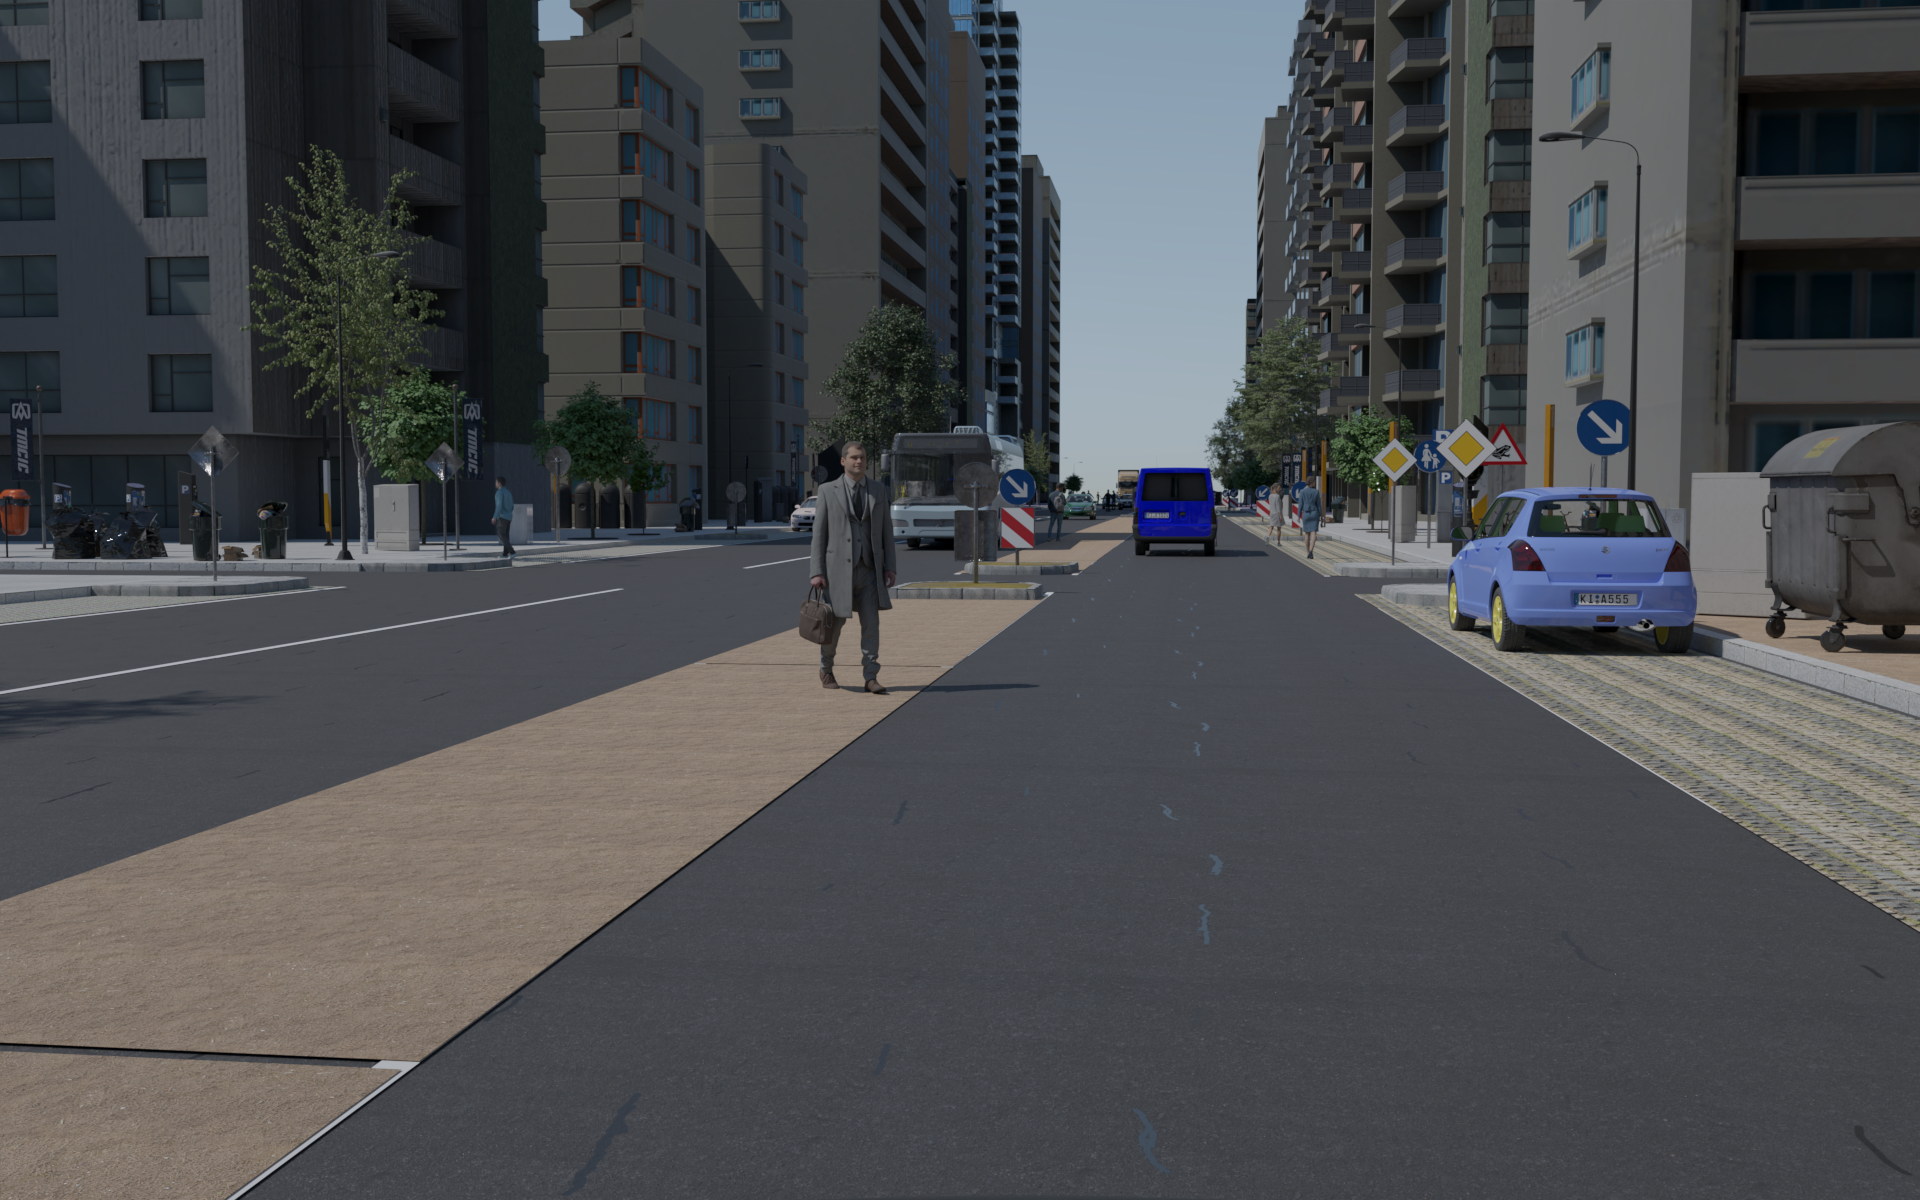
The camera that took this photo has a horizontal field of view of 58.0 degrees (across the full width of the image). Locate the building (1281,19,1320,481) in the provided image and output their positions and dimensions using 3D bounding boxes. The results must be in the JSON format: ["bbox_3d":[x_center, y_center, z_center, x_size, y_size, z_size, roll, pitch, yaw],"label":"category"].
[{"bbox_3d":[41.824,-33.059,160.116,23.786,49.044,30.456,0,4,7],"label":"building"}]

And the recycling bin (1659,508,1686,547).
[{"bbox_3d":[12.280,-1.094,30.448,0.722,1.027,0.722,0,4,4],"label":"recycling bin"}]

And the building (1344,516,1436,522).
[{"bbox_3d":[30.213,-26.554,88.775,22.147,44.769,28.867,0,4,7],"label":"building"}]

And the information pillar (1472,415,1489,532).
[{"bbox_3d":[15.335,-3.655,51.112,0.504,3.616,0.183,-1,4,-16],"label":"information pillar"}]

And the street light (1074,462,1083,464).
[{"bbox_3d":[16.987,-16.960,249.838,1.470,5.913,1.316,0,4,7],"label":"street light"}]

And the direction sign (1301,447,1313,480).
[{"bbox_3d":[16.682,-5.590,83.398,0.876,3.537,0.379,-3,5,-42],"label":"direction sign"}]

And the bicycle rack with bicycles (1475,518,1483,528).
[{"bbox_3d":[12.193,-1.450,37.091,2.925,0.926,2.852,-1,4,-10],"label":"bicycle rack with bicycles"}]

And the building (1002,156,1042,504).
[{"bbox_3d":[3.537,-35.614,232.392,14.600,45.320,14.200,0,4,7],"label":"building"}]

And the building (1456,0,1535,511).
[{"bbox_3d":[24.311,-17.601,59.473,14.160,30.474,14.107,0,4,7],"label":"building"}]

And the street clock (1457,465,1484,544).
[{"bbox_3d":[9.663,-1.728,32.825,0.471,2.002,0.358,1,4,10],"label":"street clock"}]

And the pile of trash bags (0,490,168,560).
[{"bbox_3d":[-17.722,-1.531,34.784,3.447,1.369,1.912,1,4,9],"label":"pile of trash bags"}]

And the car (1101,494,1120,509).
[{"bbox_3d":[14.613,-9.464,166.539,2.131,1.459,4.920,0,4,6],"label":"car"}]

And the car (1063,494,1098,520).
[{"bbox_3d":[6.682,-5.224,97.209,2.131,1.459,4.920,0,4,7],"label":"car"}]

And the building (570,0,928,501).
[{"bbox_3d":[-14.306,-30.346,119.866,21.300,48.544,21.600,0,4,7],"label":"building"}]

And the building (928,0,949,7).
[{"bbox_3d":[-8.651,-29.794,137.246,14.600,45.320,14.200,0,4,7],"label":"building"}]

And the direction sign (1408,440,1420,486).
[{"bbox_3d":[19.075,-4.945,72.850,0.876,3.537,0.379,-3,5,-44],"label":"direction sign"}]

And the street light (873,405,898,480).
[{"bbox_3d":[-3.932,-7.194,90.168,1.470,5.913,1.316,0,4,7],"label":"street light"}]

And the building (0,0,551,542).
[{"bbox_3d":[-21.650,-17.125,51.691,14.160,30.474,14.107,0,4,7],"label":"building"}]

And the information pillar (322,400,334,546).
[{"bbox_3d":[-15.642,-3.146,42.795,0.183,3.616,0.504,-1,4,-12],"label":"information pillar"}]

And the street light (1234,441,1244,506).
[{"bbox_3d":[25.200,-11.024,152.788,1.470,5.913,1.316,0,4,7],"label":"street light"}]

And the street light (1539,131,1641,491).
[{"bbox_3d":[8.112,-3.043,22.287,1.470,5.913,1.316,0,4,7],"label":"street light"}]

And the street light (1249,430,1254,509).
[{"bbox_3d":[21.483,-9.261,123.961,1.470,5.913,1.316,0,4,7],"label":"street light"}]

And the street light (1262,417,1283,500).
[{"bbox_3d":[18.971,-8.094,104.885,1.470,5.913,1.316,0,4,7],"label":"street light"}]

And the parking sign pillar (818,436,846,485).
[{"bbox_3d":[-5.909,-5.611,80.218,1.447,3.967,1.447,1,4,13],"label":"parking sign pillar"}]

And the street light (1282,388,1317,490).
[{"bbox_3d":[15.066,-6.329,76.019,1.470,5.913,1.316,0,4,7],"label":"street light"}]

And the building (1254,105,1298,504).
[{"bbox_3d":[47.393,-35.959,211.625,21.300,48.544,21.600,0,4,7],"label":"building"}]

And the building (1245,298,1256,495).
[{"bbox_3d":[48.845,-29.505,254.113,14.160,30.474,14.107,0,4,7],"label":"building"}]

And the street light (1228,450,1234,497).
[{"bbox_3d":[28.869,-12.762,181.202,1.470,5.913,1.316,0,4,7],"label":"street light"}]

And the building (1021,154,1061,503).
[{"bbox_3d":[3.149,-38.377,251.165,21.300,48.544,21.600,0,4,7],"label":"building"}]

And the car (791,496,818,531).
[{"bbox_3d":[-5.270,-3.364,67.361,2.083,1.381,4.827,0,4,8],"label":"car"}]

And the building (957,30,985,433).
[{"bbox_3d":[-5.247,-31.580,166.447,14.600,45.320,14.200,0,4,7],"label":"building"}]

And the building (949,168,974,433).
[{"bbox_3d":[-6.612,-23.300,152.660,14.160,30.474,14.107,0,4,7],"label":"building"}]

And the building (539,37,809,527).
[{"bbox_3d":[-23.857,-14.490,81.950,27.650,21.520,28.899,0,4,7],"label":"building"}]

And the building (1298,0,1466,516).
[{"bbox_3d":[37.360,-29.134,130.971,22.147,44.769,28.867,0,4,7],"label":"building"}]

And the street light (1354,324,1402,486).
[{"bbox_3d":[11.459,-4.577,47.382,1.470,5.913,1.316,0,4,7],"label":"street light"}]

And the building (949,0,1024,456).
[{"bbox_3d":[-2.894,-54.835,209.224,22.319,86.520,31.000,0,4,7],"label":"building"}]

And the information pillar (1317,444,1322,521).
[{"bbox_3d":[16.875,-5.497,81.231,0.183,3.616,0.504,3,5,42],"label":"information pillar"}]

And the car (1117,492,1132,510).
[{"bbox_3d":[15.225,-8.969,156.431,2.009,1.686,4.222,1,4,9],"label":"car"}]

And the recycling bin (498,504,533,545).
[{"bbox_3d":[-11.205,-1.904,43.679,0.722,1.027,0.722,0,4,0],"label":"recycling bin"}]

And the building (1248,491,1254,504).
[{"bbox_3d":[55.582,-33.143,233.761,32.217,40.220,23.993,0,4,7],"label":"building"}]

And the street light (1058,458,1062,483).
[{"bbox_3d":[13.033,-15.152,220.280,1.470,5.913,1.316,0,4,7],"label":"street light"}]

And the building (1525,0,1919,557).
[{"bbox_3d":[25.314,-25.482,40.340,21.600,48.544,21.300,0,4,7],"label":"building"}]

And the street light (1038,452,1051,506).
[{"bbox_3d":[9.329,-13.405,191.712,1.470,5.913,1.316,0,4,7],"label":"street light"}]

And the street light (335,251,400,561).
[{"bbox_3d":[-11.400,-3.720,33.357,1.470,5.913,1.316,0,4,7],"label":"street light"}]

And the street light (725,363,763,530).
[{"bbox_3d":[-7.686,-5.457,61.765,1.470,5.913,1.316,0,4,7],"label":"street light"}]

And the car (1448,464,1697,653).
[{"bbox_3d":[5.843,-0.446,16.890,1.945,1.707,3.694,0,4,6],"label":"car"}]
